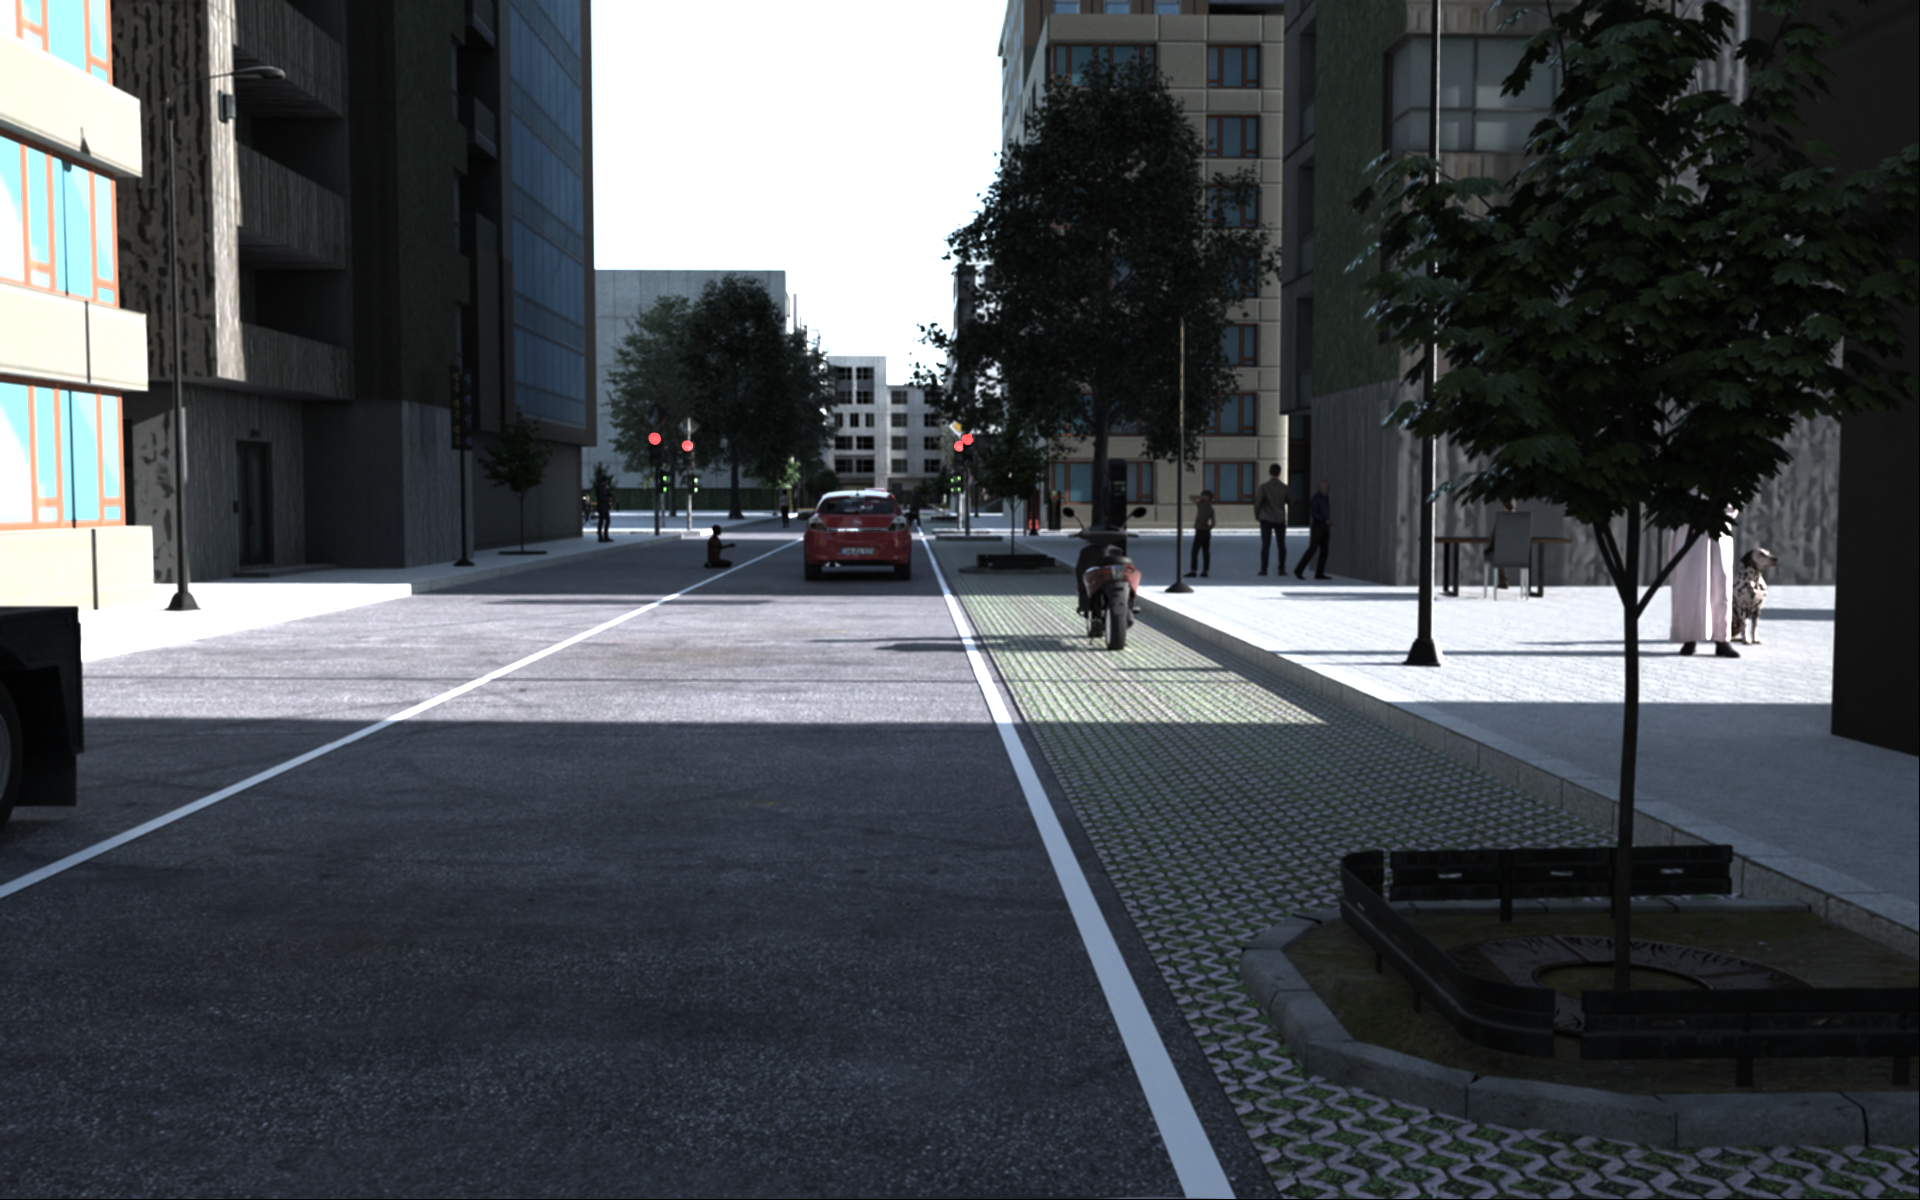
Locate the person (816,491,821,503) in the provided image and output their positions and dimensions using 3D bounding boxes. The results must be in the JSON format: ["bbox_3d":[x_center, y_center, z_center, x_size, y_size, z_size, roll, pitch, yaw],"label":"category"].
[{"bbox_3d":[-14.565,-10.485,178.388,0.541,1.710,0.530,1,4,8],"label":"person"}]

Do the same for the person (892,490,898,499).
[{"bbox_3d":[-4.883,-7.178,126.675,0.655,1.722,0.431,-1,4,-16],"label":"person"}]

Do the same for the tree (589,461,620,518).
[{"bbox_3d":[-19.355,-6.008,92.829,1.663,3.219,1.824,0,3,0],"label":"tree"}]

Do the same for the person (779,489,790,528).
[{"bbox_3d":[-7.503,-3.914,73.958,0.517,1.644,0.566,1,4,11],"label":"person"}]

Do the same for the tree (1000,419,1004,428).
[{"bbox_3d":[4.333,-9.759,109.920,4.737,8.622,4.395,0,3,0],"label":"tree"}]

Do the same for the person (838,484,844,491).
[{"bbox_3d":[-4.643,-3.598,67.460,0.434,1.807,0.598,2,4,28],"label":"person"}]

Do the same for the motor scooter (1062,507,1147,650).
[{"bbox_3d":[1.388,-0.225,16.452,0.815,1.314,1.986,0,4,-3],"label":"motor scooter"}]

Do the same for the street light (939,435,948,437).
[{"bbox_3d":[-0.987,-10.052,136.884,1.470,5.913,1.316,0,4,-2],"label":"street light"}]

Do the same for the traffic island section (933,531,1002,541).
[{"bbox_3d":[0.253,-1.932,53.863,2.009,0.180,2.903,0,4,-2],"label":"traffic island section"}]

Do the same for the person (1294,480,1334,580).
[{"bbox_3d":[5.400,-1.052,25.941,0.574,1.496,0.600,-2,4,-25],"label":"person"}]

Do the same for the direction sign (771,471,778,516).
[{"bbox_3d":[-11.071,-6.817,103.455,0.379,3.537,0.876,1,4,18],"label":"direction sign"}]

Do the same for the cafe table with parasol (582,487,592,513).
[{"bbox_3d":[-22.389,-5.810,99.853,2.610,1.966,2.610,2,4,30],"label":"cafe table with parasol"}]

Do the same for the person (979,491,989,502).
[{"bbox_3d":[1.990,-8.270,141.805,0.990,1.755,0.434,-1,4,-23],"label":"person"}]

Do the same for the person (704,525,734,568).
[{"bbox_3d":[-4.668,-1.043,33.831,0.655,0.850,0.859,1,4,14],"label":"person"}]

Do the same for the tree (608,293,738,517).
[{"bbox_3d":[-15.962,-11.027,98.411,7.486,12.596,7.792,0,3,0],"label":"tree"}]

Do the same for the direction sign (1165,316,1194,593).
[{"bbox_3d":[2.863,-1.865,22.490,0.379,3.537,0.876,1,4,9],"label":"direction sign"}]

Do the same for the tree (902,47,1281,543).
[{"bbox_3d":[3.672,-7.825,44.949,9.611,12.733,9.660,0,3,0],"label":"tree"}]

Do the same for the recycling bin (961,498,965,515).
[{"bbox_3d":[0.245,-5.777,107.016,0.722,1.027,0.722,0,4,-1],"label":"recycling bin"}]

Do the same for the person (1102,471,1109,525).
[{"bbox_3d":[3.172,-1.778,35.671,0.434,1.755,0.990,2,4,28],"label":"person"}]

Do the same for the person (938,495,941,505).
[{"bbox_3d":[-2.311,-11.498,194.552,0.721,1.766,1.217,-1,4,-9],"label":"person"}]

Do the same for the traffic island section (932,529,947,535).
[{"bbox_3d":[-0.004,-2.420,61.844,2.009,0.180,2.903,0,4,-2],"label":"traffic island section"}]

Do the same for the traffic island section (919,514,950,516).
[{"bbox_3d":[-1.680,-5.550,113.608,1.991,0.108,1.994,0,4,-2],"label":"traffic island section"}]

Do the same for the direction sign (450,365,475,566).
[{"bbox_3d":[-8.863,-2.376,30.852,0.379,3.537,0.876,0,4,6],"label":"direction sign"}]

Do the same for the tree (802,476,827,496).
[{"bbox_3d":[-13.199,-9.803,154.887,1.663,3.219,1.824,0,3,0],"label":"tree"}]

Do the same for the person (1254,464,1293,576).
[{"bbox_3d":[4.963,-1.277,27.449,0.617,1.759,0.750,1,4,8],"label":"person"}]

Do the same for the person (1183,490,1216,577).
[{"bbox_3d":[3.703,-1.029,26.775,0.340,1.345,0.435,3,5,45],"label":"person"}]

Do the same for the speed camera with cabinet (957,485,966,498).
[{"bbox_3d":[0.159,-7.094,110.319,0.660,3.252,2.038,0,4,-2],"label":"speed camera with cabinet"}]

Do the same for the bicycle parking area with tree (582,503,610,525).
[{"bbox_3d":[-19.059,-5.142,71.082,8.231,4.147,9.016,-3,5,-39],"label":"bicycle parking area with tree"}]

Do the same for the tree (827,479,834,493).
[{"bbox_3d":[-14.387,-11.550,183.449,1.663,3.219,1.824,0,3,0],"label":"tree"}]

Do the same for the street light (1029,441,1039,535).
[{"bbox_3d":[1.751,-4.960,53.638,1.470,5.913,1.316,0,4,-2],"label":"street light"}]

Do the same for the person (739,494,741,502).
[{"bbox_3d":[-17.191,-7.681,133.338,0.593,1.614,0.444,0,4,8],"label":"person"}]

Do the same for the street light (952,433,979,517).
[{"bbox_3d":[0.368,-7.540,95.819,1.470,5.913,1.316,0,4,-2],"label":"street light"}]

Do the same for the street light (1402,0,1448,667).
[{"bbox_3d":[2.962,-2.466,12.856,1.470,5.913,1.316,0,4,-2],"label":"street light"}]

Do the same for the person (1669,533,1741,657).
[{"bbox_3d":[5.886,-0.432,13.772,0.551,1.740,0.621,0,4,-6],"label":"person"}]

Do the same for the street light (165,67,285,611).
[{"bbox_3d":[-8.046,-2.840,18.980,1.470,5.913,1.316,0,4,-2],"label":"street light"}]

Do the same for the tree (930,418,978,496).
[{"bbox_3d":[-0.463,-11.877,144.559,4.360,8.622,3.978,0,3,0],"label":"tree"}]

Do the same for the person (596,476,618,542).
[{"bbox_3d":[-9.414,-2.433,46.267,0.568,1.767,0.683,0,4,0],"label":"person"}]

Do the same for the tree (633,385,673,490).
[{"bbox_3d":[-18.704,-9.699,108.940,4.737,8.622,4.395,0,3,0],"label":"tree"}]

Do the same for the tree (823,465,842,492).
[{"bbox_3d":[-14.850,-12.879,194.288,4.285,4.588,4.351,0,3,0],"label":"tree"}]

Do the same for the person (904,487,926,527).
[{"bbox_3d":[-1.981,-4.085,75.839,0.990,1.755,0.434,0,4,3],"label":"person"}]
